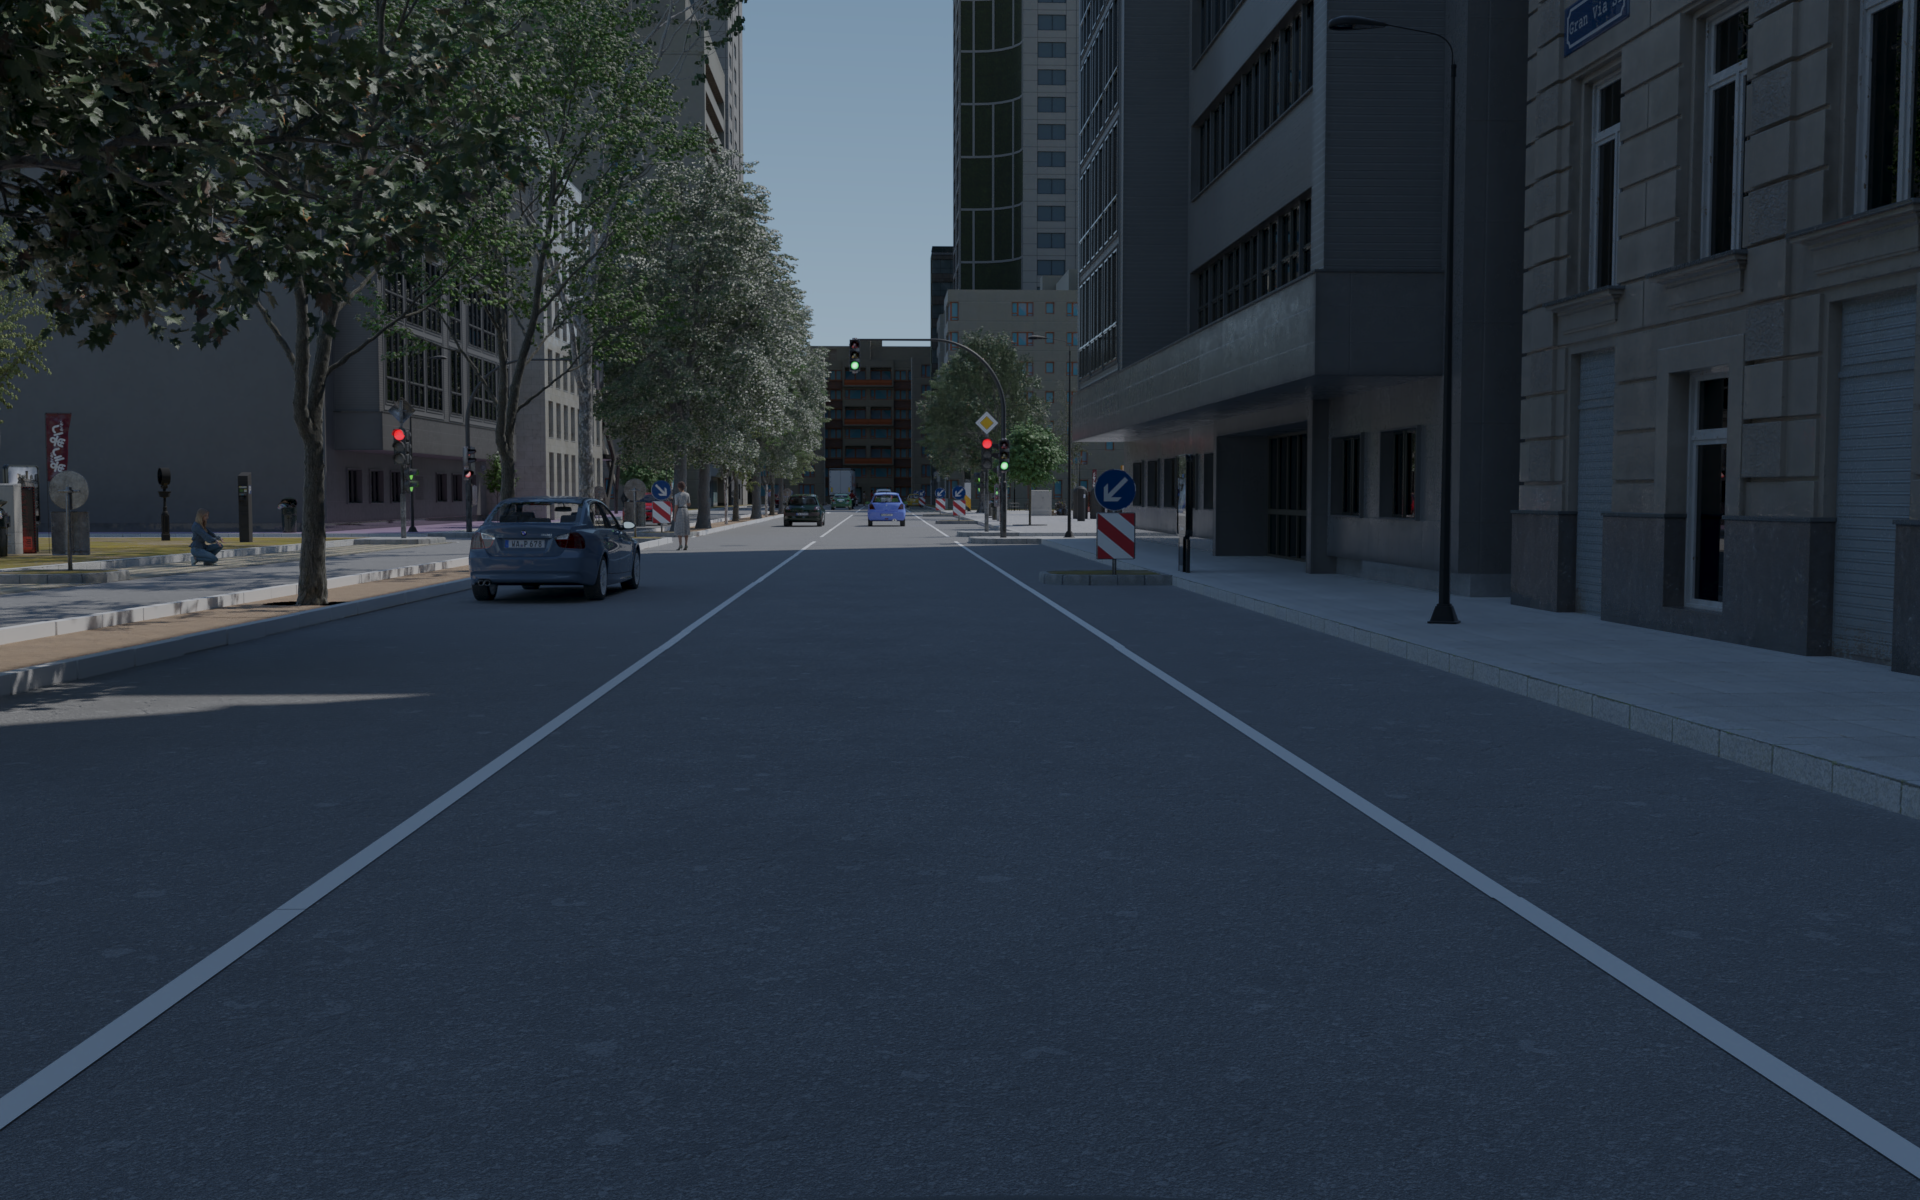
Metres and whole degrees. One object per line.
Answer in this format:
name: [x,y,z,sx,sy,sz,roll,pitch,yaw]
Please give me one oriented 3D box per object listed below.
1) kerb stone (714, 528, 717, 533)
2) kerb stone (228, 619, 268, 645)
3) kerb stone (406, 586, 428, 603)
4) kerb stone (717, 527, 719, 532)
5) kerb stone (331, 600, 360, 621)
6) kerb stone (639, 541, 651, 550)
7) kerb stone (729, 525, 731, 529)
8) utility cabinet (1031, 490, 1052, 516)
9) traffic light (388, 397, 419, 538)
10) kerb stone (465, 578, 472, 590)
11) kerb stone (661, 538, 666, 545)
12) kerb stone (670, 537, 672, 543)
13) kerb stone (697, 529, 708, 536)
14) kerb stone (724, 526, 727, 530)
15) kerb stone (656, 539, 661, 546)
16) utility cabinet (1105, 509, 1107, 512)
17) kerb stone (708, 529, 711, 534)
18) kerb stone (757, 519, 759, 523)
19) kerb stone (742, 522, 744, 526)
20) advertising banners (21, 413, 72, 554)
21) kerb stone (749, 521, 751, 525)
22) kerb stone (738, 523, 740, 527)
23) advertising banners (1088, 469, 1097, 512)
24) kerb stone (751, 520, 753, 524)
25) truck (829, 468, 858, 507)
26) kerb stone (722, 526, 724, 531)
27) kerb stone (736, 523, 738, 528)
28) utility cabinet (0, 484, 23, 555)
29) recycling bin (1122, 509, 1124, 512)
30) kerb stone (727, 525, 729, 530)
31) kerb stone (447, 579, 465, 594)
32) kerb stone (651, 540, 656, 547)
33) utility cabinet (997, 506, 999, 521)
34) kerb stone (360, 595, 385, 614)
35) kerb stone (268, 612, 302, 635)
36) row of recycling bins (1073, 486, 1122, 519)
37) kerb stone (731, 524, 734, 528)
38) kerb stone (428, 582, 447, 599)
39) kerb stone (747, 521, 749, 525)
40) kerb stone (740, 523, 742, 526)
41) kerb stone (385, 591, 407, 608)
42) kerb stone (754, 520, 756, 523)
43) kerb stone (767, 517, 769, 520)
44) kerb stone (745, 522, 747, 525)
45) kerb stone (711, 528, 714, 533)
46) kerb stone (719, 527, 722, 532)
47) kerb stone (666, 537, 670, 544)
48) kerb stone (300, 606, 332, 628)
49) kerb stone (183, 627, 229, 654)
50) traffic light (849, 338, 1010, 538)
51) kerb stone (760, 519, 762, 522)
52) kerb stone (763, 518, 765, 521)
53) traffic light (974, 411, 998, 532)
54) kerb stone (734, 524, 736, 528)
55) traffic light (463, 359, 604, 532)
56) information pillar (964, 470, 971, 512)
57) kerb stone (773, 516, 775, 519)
kerb stone: [-9.147,-2.535,63.648,0.120,0.150,1.000,0,4,-3]
kerb stone: [-7.036,0.321,16.954,0.120,0.150,1.000,0,4,-3]
kerb stone: [-7.316,-0.055,23.094,0.120,0.150,1.000,0,4,-3]
kerb stone: [-9.186,-2.598,64.673,0.120,0.150,1.000,0,4,-3]
kerb stone: [-7.182,0.133,20.025,0.120,0.150,1.000,0,4,-3]
kerb stone: [-8.333,-1.429,45.616,0.120,0.150,1.000,0,4,-3]
kerb stone: [-9.416,-2.911,69.794,0.120,0.150,1.000,0,4,-3]
utility cabinet: [4.714,-5.607,100.345,1.173,1.500,0.318,0,4,0]
traffic light: [-16.097,-3.739,50.051,0.839,4.253,0.868,0,4,-3]
kerb stone: [-7.457,-0.243,26.169,0.120,0.150,1.000,0,4,-3]
kerb stone: [-8.460,-1.620,48.683,0.120,0.150,1.000,0,4,-3]
kerb stone: [-8.554,-1.745,50.725,0.120,0.150,1.000,0,4,-3]
kerb stone: [-8.996,-2.347,60.575,0.120,0.150,1.000,0,4,-3]
kerb stone: [-9.330,-2.785,67.736,0.120,0.150,1.000,0,4,-3]
kerb stone: [-8.426,-1.557,47.662,0.120,0.150,1.000,0,4,-3]
utility cabinet: [7.553,-4.987,92.692,1.020,1.237,0.306,-2,4,-25]
kerb stone: [-9.047,-2.405,61.596,0.120,0.150,1.000,0,4,-3]
kerb stone: [-10.117,-3.844,85.135,0.120,0.150,1.000,0,4,-3]
kerb stone: [-9.690,-3.287,75.932,0.120,0.150,1.000,0,4,-3]
advertising banners: [-20.125,-2.503,37.107,2.074,3.025,0.090,-1,4,-15]
kerb stone: [-9.878,-3.536,80.025,0.120,0.150,1.000,0,4,-3]
kerb stone: [-9.604,-3.161,73.883,0.120,0.150,1.000,0,4,-3]
advertising banners: [9.066,-7.729,122.551,0.090,3.025,2.074,-2,4,-30]
kerb stone: [-9.922,-3.594,81.046,0.120,0.150,1.000,0,4,-3]
truck: [-13.087,-12.558,194.241,2.839,4.237,11.283,0,4,-1]
kerb stone: [-9.283,-2.723,66.715,0.120,0.150,1.000,0,4,-3]
kerb stone: [-9.548,-3.097,72.863,0.120,0.150,1.000,0,4,-3]
utility cabinet: [-20.288,-1.685,36.229,1.173,1.500,0.318,0,4,1]
recycling bin: [9.686,-5.278,98.845,0.722,1.027,0.722,2,4,33]
kerb stone: [-9.369,-2.849,68.769,0.120,0.150,1.000,0,4,-3]
kerb stone: [-7.408,-0.180,25.139,0.120,0.150,1.000,0,4,-3]
kerb stone: [-8.376,-1.495,46.640,0.120,0.150,1.000,0,4,-3]
utility cabinet: [1.966,-4.463,81.647,0.318,1.500,1.173,1,4,11]
kerb stone: [-7.223,0.070,21.047,0.120,0.150,1.000,0,4,-3]
kerb stone: [-7.086,0.261,17.975,0.120,0.150,1.000,0,4,-3]
row of recycling bins: [7.558,-5.017,89.146,3.534,1.692,1.069,1,4,8]
kerb stone: [-9.464,-2.974,70.816,0.120,0.150,1.000,0,4,-3]
kerb stone: [-7.366,-0.117,24.116,0.120,0.150,1.000,0,4,-3]
kerb stone: [-9.842,-3.471,78.996,0.120,0.150,1.000,0,4,-3]
kerb stone: [-9.649,-3.224,74.905,0.120,0.150,1.000,0,4,-3]
kerb stone: [-7.275,0.010,22.069,0.120,0.150,1.000,0,4,-3]
kerb stone: [-10.017,-3.723,83.088,0.120,0.150,1.000,0,4,-3]
kerb stone: [-10.427,-4.289,92.312,0.120,0.150,1.000,0,4,-3]
kerb stone: [-9.785,-3.408,77.975,0.120,0.150,1.000,0,4,-3]
kerb stone: [-9.098,-2.472,62.617,0.120,0.150,1.000,0,4,-3]
kerb stone: [-9.234,-2.660,65.694,0.120,0.150,1.000,0,4,-3]
kerb stone: [-8.518,-1.677,49.704,0.120,0.150,1.000,0,4,-3]
kerb stone: [-7.135,0.196,18.998,0.120,0.150,1.000,0,4,-3]
kerb stone: [-6.999,0.383,15.933,0.120,0.150,1.000,0,4,-3]
traffic light: [-0.840,-4.645,50.611,4.771,5.953,1.251,0,4,-3]
kerb stone: [-10.200,-3.975,87.183,0.120,0.150,1.000,0,4,-3]
kerb stone: [-10.288,-4.099,89.238,0.120,0.150,1.000,0,4,-3]
traffic light: [0.887,-4.275,58.823,0.839,4.253,0.868,0,4,-3]
kerb stone: [-9.518,-3.036,71.840,0.120,0.150,1.000,0,4,-3]
traffic light: [-14.370,-5.106,58.157,4.771,5.953,1.251,0,4,-3]
information pillar: [0.573,-8.272,126.603,0.504,3.616,0.183,-2,4,-24]
kerb stone: [-10.664,-4.602,97.433,0.120,0.150,1.000,0,4,-3]
